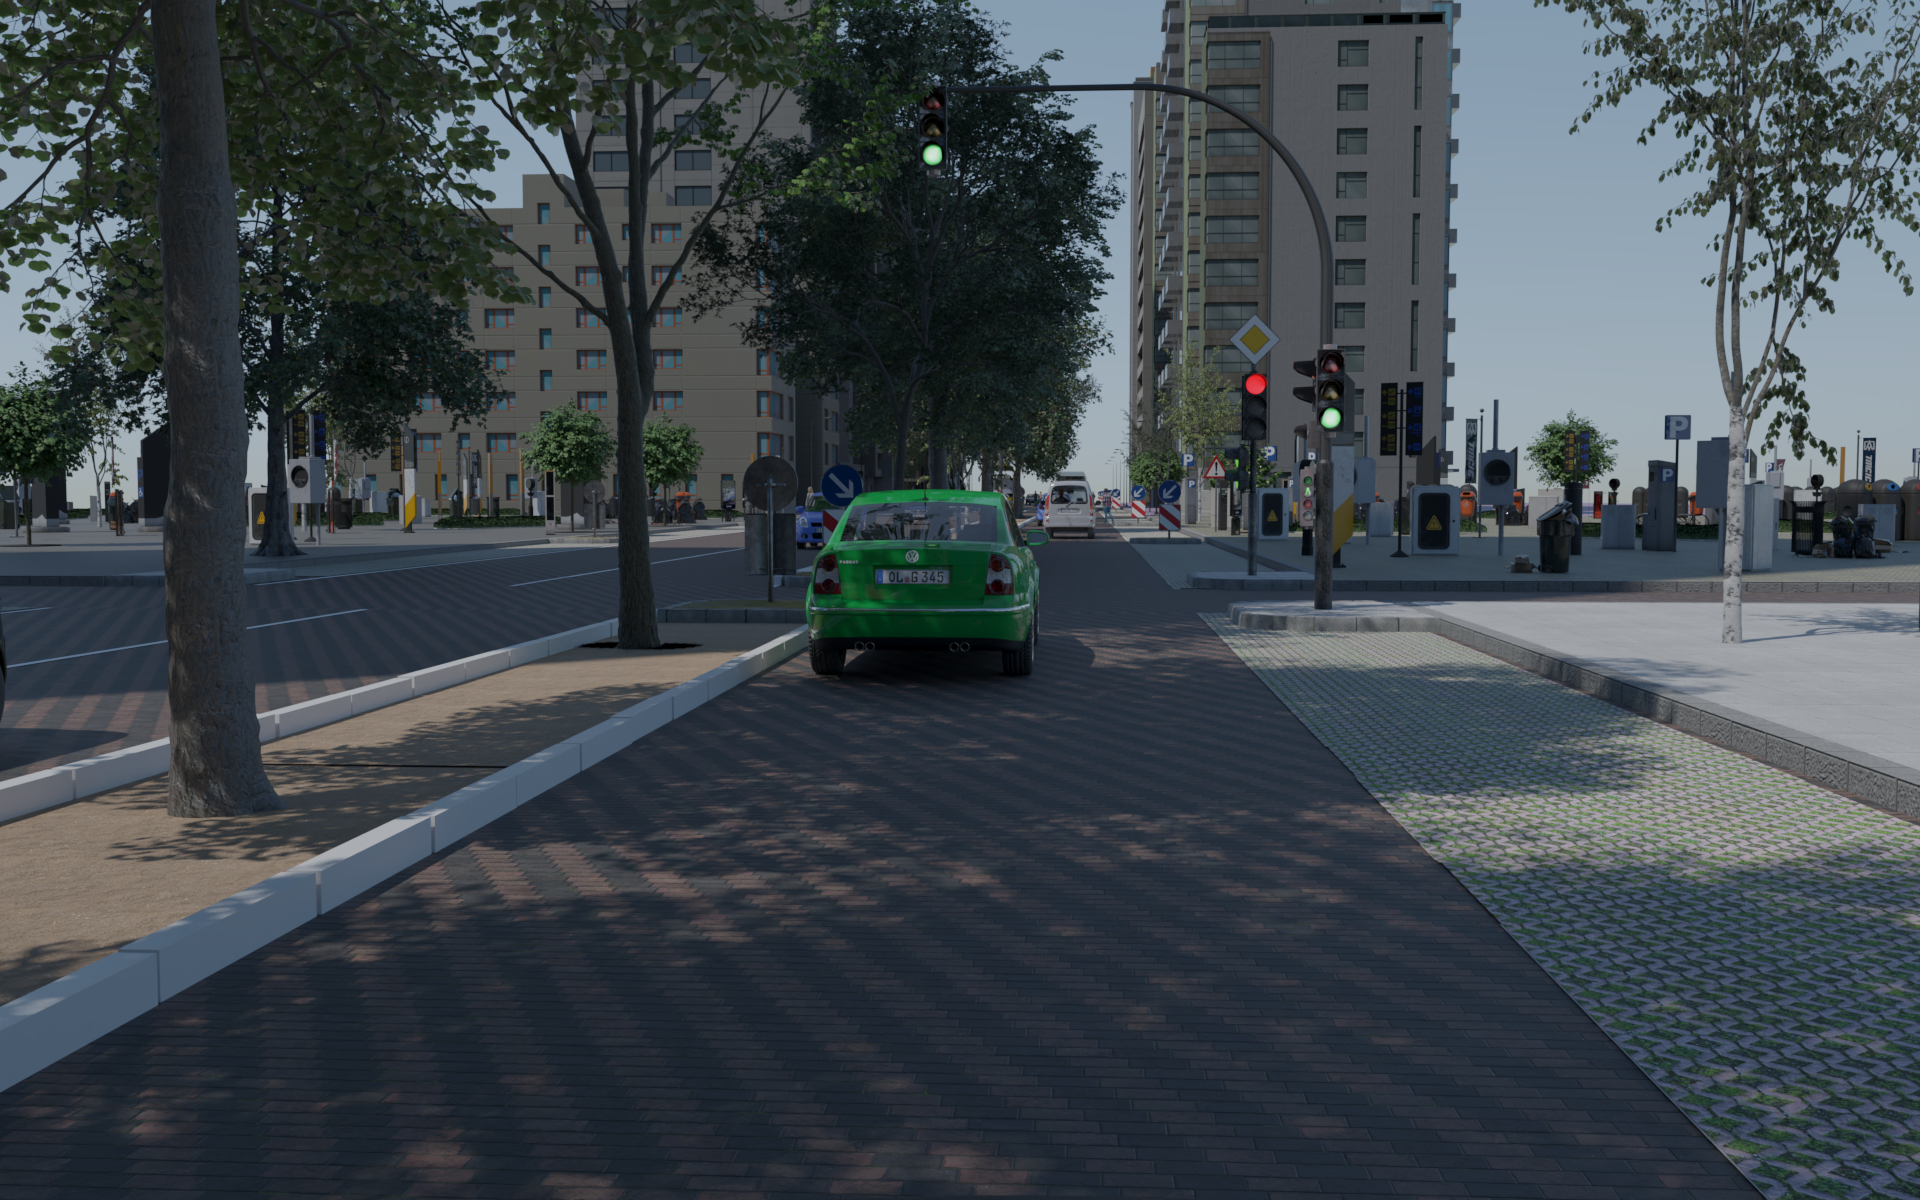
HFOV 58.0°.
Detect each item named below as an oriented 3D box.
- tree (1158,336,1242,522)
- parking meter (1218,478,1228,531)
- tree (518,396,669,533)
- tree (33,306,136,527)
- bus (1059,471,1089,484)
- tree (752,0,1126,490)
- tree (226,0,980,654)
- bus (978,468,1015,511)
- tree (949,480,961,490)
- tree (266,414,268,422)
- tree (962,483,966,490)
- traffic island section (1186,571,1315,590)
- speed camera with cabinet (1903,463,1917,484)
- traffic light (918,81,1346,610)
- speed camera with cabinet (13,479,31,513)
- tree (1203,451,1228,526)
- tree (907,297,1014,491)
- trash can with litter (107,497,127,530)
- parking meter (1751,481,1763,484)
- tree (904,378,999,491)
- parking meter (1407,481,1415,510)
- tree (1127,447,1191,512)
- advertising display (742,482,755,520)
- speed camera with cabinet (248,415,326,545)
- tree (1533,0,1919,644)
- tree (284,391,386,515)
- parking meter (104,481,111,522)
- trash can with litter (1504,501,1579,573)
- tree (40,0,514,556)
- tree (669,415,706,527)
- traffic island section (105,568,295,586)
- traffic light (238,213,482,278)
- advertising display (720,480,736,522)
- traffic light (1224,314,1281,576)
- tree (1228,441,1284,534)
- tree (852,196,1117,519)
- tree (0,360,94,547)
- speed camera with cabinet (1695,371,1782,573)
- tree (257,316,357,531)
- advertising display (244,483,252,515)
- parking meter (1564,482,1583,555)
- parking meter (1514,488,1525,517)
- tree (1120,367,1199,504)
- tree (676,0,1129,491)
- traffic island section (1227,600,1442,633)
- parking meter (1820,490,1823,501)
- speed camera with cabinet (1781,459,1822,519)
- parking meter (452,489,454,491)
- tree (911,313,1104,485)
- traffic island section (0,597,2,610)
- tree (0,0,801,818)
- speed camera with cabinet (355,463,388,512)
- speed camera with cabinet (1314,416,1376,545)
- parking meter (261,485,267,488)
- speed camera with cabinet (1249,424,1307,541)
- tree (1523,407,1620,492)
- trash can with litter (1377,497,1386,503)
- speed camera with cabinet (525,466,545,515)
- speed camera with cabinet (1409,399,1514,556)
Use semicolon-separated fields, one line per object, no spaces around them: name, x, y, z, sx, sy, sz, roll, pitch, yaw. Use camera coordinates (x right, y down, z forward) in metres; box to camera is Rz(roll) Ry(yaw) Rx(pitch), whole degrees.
tree;11.167;-7.948;80.318;4.737;8.622;4.395;0;3;0
parking meter;9.262;-3.384;61.042;0.255;1.863;0.399;0;4;-5
tree;-12.873;-4.522;57.656;4.285;4.588;4.351;0;3;0
tree;-33.607;-7.140;67.105;4.737;8.622;4.395;0;3;0
bus;9.451;-9.284;146.654;2.948;3.499;13.247;0;4;4
tree;-0.469;-8.109;41.697;9.857;13.997;8.962;0;3;0
tree;-3.081;-5.359;15.831;9.928;11.665;9.643;0;3;0
bus;3.061;-8.839;136.059;2.896;3.916;12.252;0;4;2
tree;-1.316;-13.899;221.851;1.663;3.219;1.824;0;3;0
tree;-36.102;-8.811;94.415;4.360;8.622;3.978;0;3;0
tree;0.442;-15.330;245.239;1.663;3.219;1.824;0;3;0
traffic island section;4.628;-0.308;27.310;2.009;0.180;2.903;0;4;4
speed camera with cabinet;49.831;-5.918;91.101;0.660;3.252;2.038;1;4;19
traffic light;1.935;-2.726;19.238;4.771;5.953;1.251;0;4;4
speed camera with cabinet;-44.846;-5.378;82.271;2.038;3.252;0.660;3;5;41
tree;10.574;-4.650;70.626;1.663;3.219;1.824;0;3;0
tree;-0.039;-5.904;49.353;4.360;8.622;3.978;0;3;0
trash can with litter;-30.174;-3.097;62.023;0.624;1.170;1.055;-2;4;-26
parking meter;14.934;-1.486;32.706;0.372;1.533;0.369;0;3;0
tree;0.207;-6.284;55.556;4.737;8.622;4.395;0;3;0
parking meter;19.753;-4.295;75.936;0.255;1.863;0.399;0;4;-4
tree;13.474;-8.486;122.467;4.285;4.588;4.351;0;3;0
advertising display;-10.415;-4.908;85.463;0.123;1.923;0.974;2;4;27
speed camera with cabinet;-16.960;-3.013;43.593;2.038;3.252;0.660;1;4;23
tree;6.871;-3.927;14.569;4.360;8.622;3.978;0;3;0
tree;-26.239;-7.594;74.532;4.360;8.622;3.978;0;3;0
parking meter;-39.053;-4.505;79.366;0.255;1.863;0.399;-2;4;-26
trash can with litter;9.462;-1.028;28.196;1.055;1.170;0.624;0;4;2
tree;-14.158;-7.270;35.872;9.611;12.733;9.660;0;3;0
tree;-11.695;-5.185;68.482;4.285;4.588;4.351;0;3;0
traffic island section;-12.322;-0.381;28.503;2.009;0.180;2.903;0;4;4
traffic light;-10.189;-3.277;28.254;4.771;5.953;1.251;0;4;4
advertising display;-10.744;-4.590;80.260;0.123;1.923;0.974;2;4;31
traffic light;4.588;-2.341;27.199;0.839;4.253;0.868;0;4;4
tree;9.734;-3.788;56.531;1.663;3.219;1.824;0;3;0
tree;0.991;-8.872;64.517;9.611;12.733;9.660;0;3;0
tree;-22.979;-3.604;42.638;4.285;4.588;4.351;0;3;0
speed camera with cabinet;12.822;-2.098;28.633;0.660;3.252;2.038;3;5;44
tree;-22.558;-6.695;59.829;4.737;8.622;4.395;0;3;0
advertising display;-40.776;-5.743;99.112;0.123;1.923;0.974;0;4;5
parking meter;12.917;-1.718;36.498;0.372;1.533;0.369;0;3;0
parking meter;23.738;-3.975;73.406;0.372;1.533;0.369;0;3;0
tree;11.398;-8.992;97.376;4.360;8.622;3.978;0;3;0
tree;-1.225;-5.790;31.528;8.767;10.594;7.601;0;4;4
traffic island section;4.067;0.180;19.344;2.009;0.180;2.903;0;4;4
parking meter;44.131;-4.933;89.066;0.372;1.533;0.369;0;3;0
speed camera with cabinet;33.716;-4.632;70.072;2.038;3.252;0.660;1;4;23
parking meter;-26.402;-5.038;90.779;0.372;1.533;0.369;0;3;0
tree;2.035;-10.678;87.406;12.009;13.543;11.850;0;3;0
traffic island section;-12.882;0.107;20.537;2.009;0.180;2.903;0;4;4
tree;-3.270;-5.286;7.004;7.486;12.596;7.792;0;3;0
speed camera with cabinet;-33.536;-6.389;98.792;0.660;3.252;2.038;2;4;27
speed camera with cabinet;9.875;-3.066;44.467;0.660;3.252;2.038;-1;4;-19
parking meter;-42.204;-6.080;105.113;0.399;1.863;0.255;-1;4;-21
speed camera with cabinet;9.089;-3.298;48.260;2.038;3.252;0.660;-1;4;-18
tree;23.165;-5.026;65.893;4.285;4.588;4.351;0;3;0
trash can with litter;14.874;-2.961;59.800;1.055;1.170;0.624;0;4;7
speed camera with cabinet;-23.976;-6.339;97.974;0.660;3.252;2.038;1;4;15
speed camera with cabinet;10.480;-2.560;36.185;2.038;3.252;0.660;1;4;11
